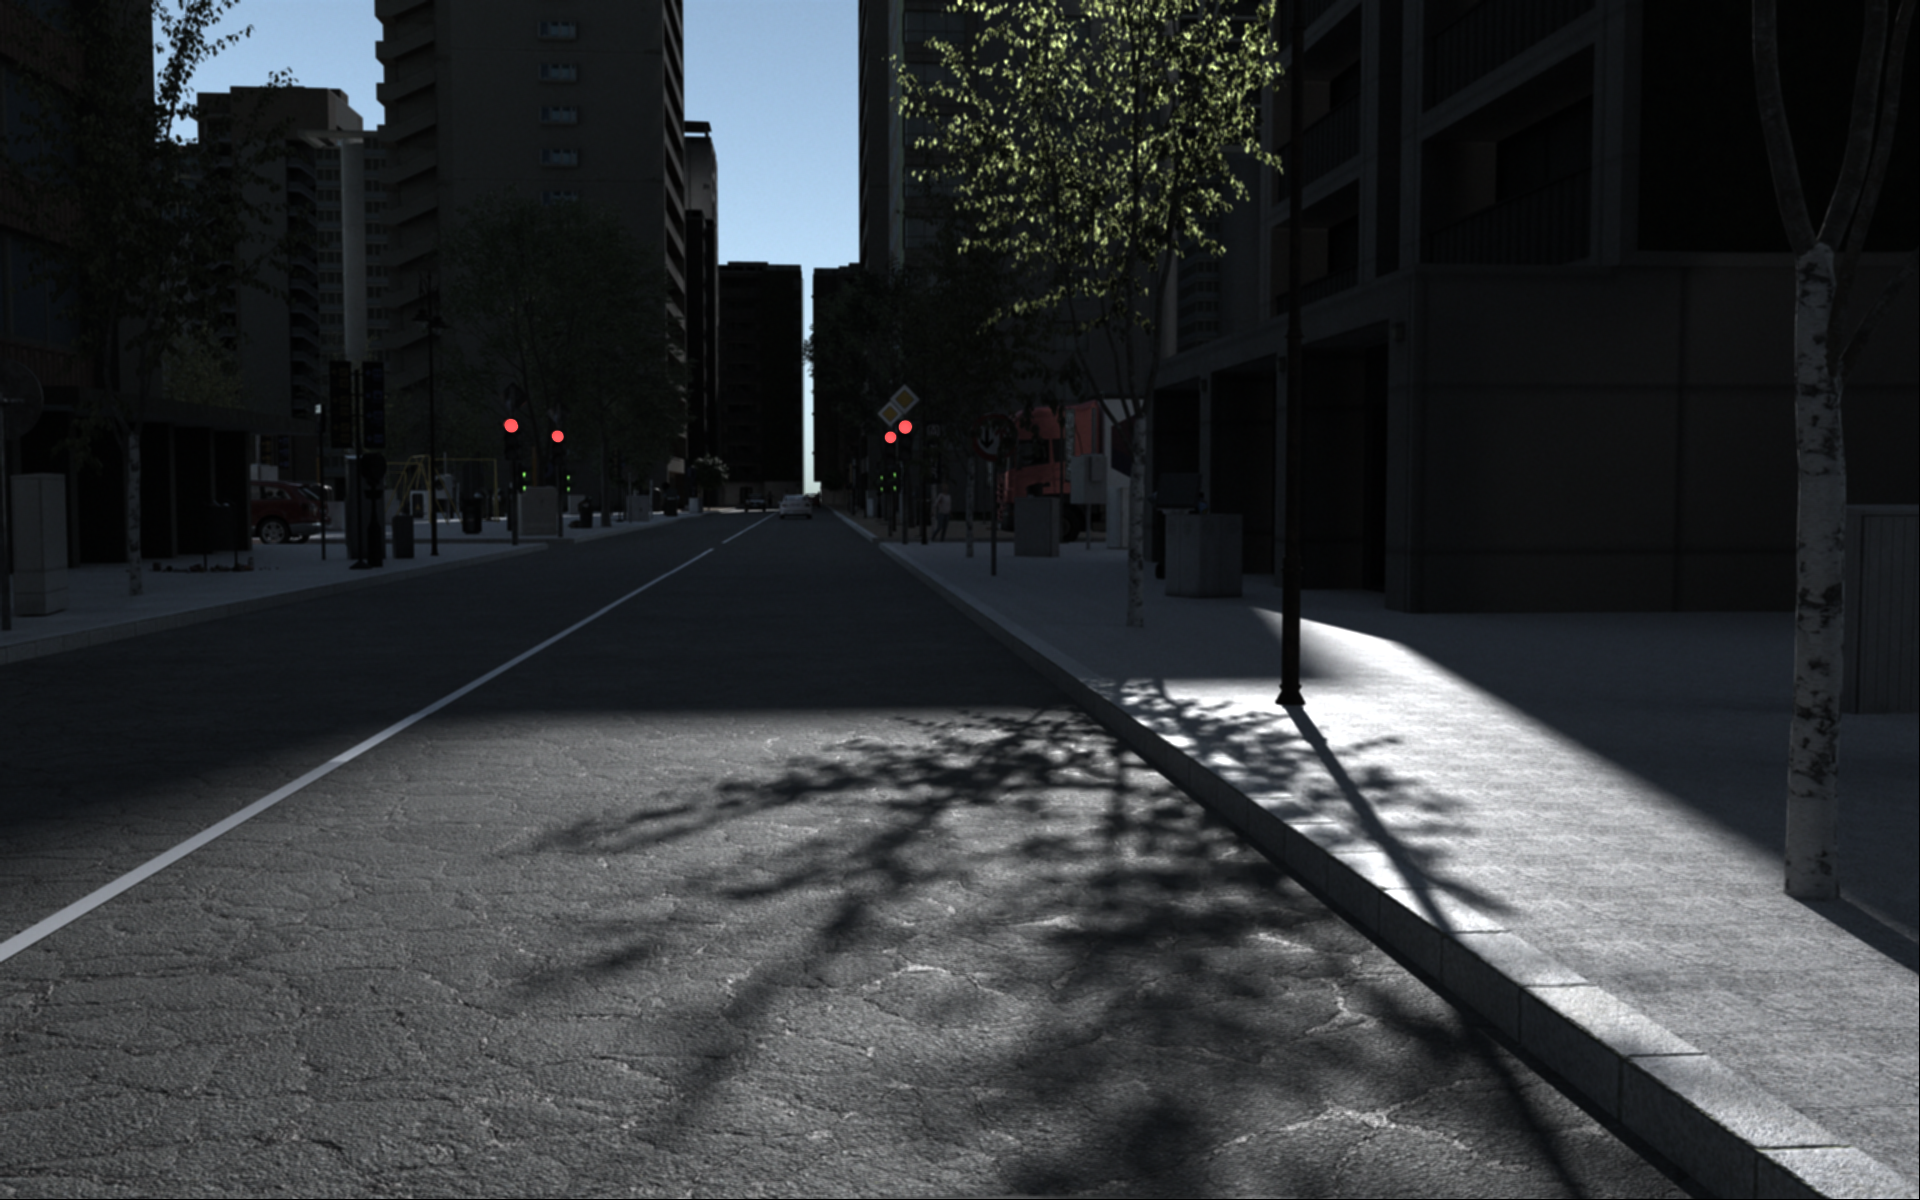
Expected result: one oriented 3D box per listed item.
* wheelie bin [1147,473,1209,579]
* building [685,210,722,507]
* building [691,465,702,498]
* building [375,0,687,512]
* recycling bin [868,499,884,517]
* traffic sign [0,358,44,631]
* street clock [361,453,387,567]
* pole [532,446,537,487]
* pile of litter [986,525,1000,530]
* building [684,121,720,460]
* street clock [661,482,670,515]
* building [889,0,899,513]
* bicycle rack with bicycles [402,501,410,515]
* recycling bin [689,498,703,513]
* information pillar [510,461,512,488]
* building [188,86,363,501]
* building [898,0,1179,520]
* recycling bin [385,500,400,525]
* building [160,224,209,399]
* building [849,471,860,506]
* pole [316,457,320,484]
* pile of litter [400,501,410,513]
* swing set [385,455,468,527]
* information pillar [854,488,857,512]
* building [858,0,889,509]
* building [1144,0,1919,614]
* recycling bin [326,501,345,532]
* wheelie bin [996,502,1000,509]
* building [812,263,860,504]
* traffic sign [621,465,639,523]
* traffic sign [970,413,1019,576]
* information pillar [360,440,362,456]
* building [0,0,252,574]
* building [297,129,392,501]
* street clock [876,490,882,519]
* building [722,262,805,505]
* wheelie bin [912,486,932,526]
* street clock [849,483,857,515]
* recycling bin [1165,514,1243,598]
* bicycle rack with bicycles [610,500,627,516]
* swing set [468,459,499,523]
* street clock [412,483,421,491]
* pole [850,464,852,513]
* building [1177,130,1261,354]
[{"bbox_3d":[3.315,-1.122,26.250,0.980,1.594,0.693,1,4,21],"label":"wheelie bin"},{"bbox_3d":[-31.784,-24.623,174.286,14.160,30.474,14.107,0,4,-5],"label":"building"},{"bbox_3d":[-34.009,-43.866,155.458,20.563,71.187,20.611,0,4,-5],"label":"building"},{"bbox_3d":[-32.944,-31.278,135.096,21.300,48.544,21.600,0,4,-5],"label":"building"},{"bbox_3d":[-4.701,-5.150,96.749,0.722,1.027,0.722,-2,4,-28],"label":"recycling bin"},{"bbox_3d":[-8.982,-0.987,16.236,0.768,2.556,0.104,0,4,-5],"label":"traffic sign"},{"bbox_3d":[-10.290,-1.580,30.406,0.358,2.002,0.471,1,4,17],"label":"street clock"},{"bbox_3d":[-18.093,-4.882,73.669,0.158,3.312,0.155,0,3,0],"label":"pole"},{"bbox_3d":[1.645,-2.916,61.644,1.176,0.858,1.719,-2,4,-30],"label":"pile of litter"},{"bbox_3d":[-33.872,-31.076,191.692,14.086,41.232,14.154,0,4,-5],"label":"building"},{"bbox_3d":[-17.849,-6.141,104.973,0.471,2.002,0.358,-2,4,-32],"label":"street clock"},{"bbox_3d":[2.503,-28.446,115.209,14.600,45.320,14.200,0,4,-5],"label":"building"},{"bbox_3d":[-30.295,-4.897,93.446,2.852,0.926,2.925,0,4,-3],"label":"bicycle rack with bicycles"},{"bbox_3d":[-17.803,-6.378,116.827,0.722,1.027,0.722,1,4,20],"label":"recycling bin"},{"bbox_3d":[-32.228,-8.131,124.304,0.183,3.616,0.504,-1,4,-21],"label":"information pillar"},{"bbox_3d":[-73.273,-32.867,187.491,14.200,45.320,14.600,0,4,-5],"label":"building"},{"bbox_3d":[3.615,-25.055,93.245,14.154,41.232,14.086,0,4,-5],"label":"building"},{"bbox_3d":[-23.966,-3.673,72.603,0.722,1.027,0.722,1,4,15],"label":"recycling bin"},{"bbox_3d":[-87.430,-25.423,187.367,14.107,30.474,14.160,0,4,-5],"label":"building"},{"bbox_3d":[-1.824,-45.980,190.031,20.563,71.187,20.611,0,4,-5],"label":"building"},{"bbox_3d":[-35.379,-6.219,95.530,0.158,3.312,0.155,0,3,0],"label":"pole"},{"bbox_3d":[-36.905,-6.234,115.887,1.719,0.858,1.176,1,4,22],"label":"pile of litter"},{"bbox_3d":[-21.852,-4.439,70.191,2.862,2.851,3.119,-2,4,-28],"label":"swing set"},{"bbox_3d":[-7.338,-7.128,121.029,0.304,2.012,0.304,0,4,5],"label":"information pillar"},{"bbox_3d":[2.898,-31.499,138.713,21.300,48.544,21.600,0,4,-5],"label":"building"},{"bbox_3d":[14.591,-35.691,21.797,20.563,71.187,20.611,0,4,-5],"label":"building"},{"bbox_3d":[-21.591,-2.881,59.663,0.722,1.027,0.722,0,4,-8],"label":"recycling bin"},{"bbox_3d":[1.856,-3.972,72.848,0.693,1.594,0.980,1,4,13],"label":"wheelie bin"},{"bbox_3d":[-11.681,-27.395,219.613,14.107,30.474,14.160,0,4,-5],"label":"building"},{"bbox_3d":[-14.522,-4.657,76.255,0.768,2.556,0.104,0,4,-1],"label":"traffic sign"},{"bbox_3d":[0.533,-1.659,27.237,0.768,2.556,0.104,0,4,-3],"label":"traffic sign"},{"bbox_3d":[-23.283,-4.639,67.196,0.183,3.616,0.504,-2,4,-31],"label":"information pillar"},{"bbox_3d":[-28.743,-22.884,28.776,28.867,44.769,22.147,0,4,-5],"label":"building"},{"bbox_3d":[-52.398,-29.923,181.122,23.993,40.220,32.217,0,4,-5],"label":"building"},{"bbox_3d":[-4.232,-5.270,90.732,0.471,2.002,0.358,-1,4,-21],"label":"street clock"},{"bbox_3d":[-26.753,-27.321,218.395,14.107,30.474,14.160,0,4,-5],"label":"building"},{"bbox_3d":[-1.525,-3.802,70.063,0.980,1.594,0.693,-1,4,-10],"label":"wheelie bin"},{"bbox_3d":[-6.529,-6.201,105.954,0.471,2.002,0.358,0,3,0],"label":"street clock"},{"bbox_3d":[3.057,-0.561,21.720,0.722,1.027,0.722,-2,4,-27],"label":"recycling bin"},{"bbox_3d":[-19.821,-5.412,101.861,2.852,0.926,2.925,-1,4,-17],"label":"bicycle rack with bicycles"},{"bbox_3d":[-21.965,-4.855,76.997,3.119,2.851,2.862,-1,4,-18],"label":"swing set"},{"bbox_3d":[-32.163,-5.987,102.451,0.471,2.002,0.358,0,4,-3],"label":"street clock"},{"bbox_3d":[-7.265,-7.458,115.787,0.158,3.312,0.155,0,3,0],"label":"pole"},{"bbox_3d":[34.851,-30.365,188.344,23.993,40.220,32.217,0,4,-5],"label":"building"}]
